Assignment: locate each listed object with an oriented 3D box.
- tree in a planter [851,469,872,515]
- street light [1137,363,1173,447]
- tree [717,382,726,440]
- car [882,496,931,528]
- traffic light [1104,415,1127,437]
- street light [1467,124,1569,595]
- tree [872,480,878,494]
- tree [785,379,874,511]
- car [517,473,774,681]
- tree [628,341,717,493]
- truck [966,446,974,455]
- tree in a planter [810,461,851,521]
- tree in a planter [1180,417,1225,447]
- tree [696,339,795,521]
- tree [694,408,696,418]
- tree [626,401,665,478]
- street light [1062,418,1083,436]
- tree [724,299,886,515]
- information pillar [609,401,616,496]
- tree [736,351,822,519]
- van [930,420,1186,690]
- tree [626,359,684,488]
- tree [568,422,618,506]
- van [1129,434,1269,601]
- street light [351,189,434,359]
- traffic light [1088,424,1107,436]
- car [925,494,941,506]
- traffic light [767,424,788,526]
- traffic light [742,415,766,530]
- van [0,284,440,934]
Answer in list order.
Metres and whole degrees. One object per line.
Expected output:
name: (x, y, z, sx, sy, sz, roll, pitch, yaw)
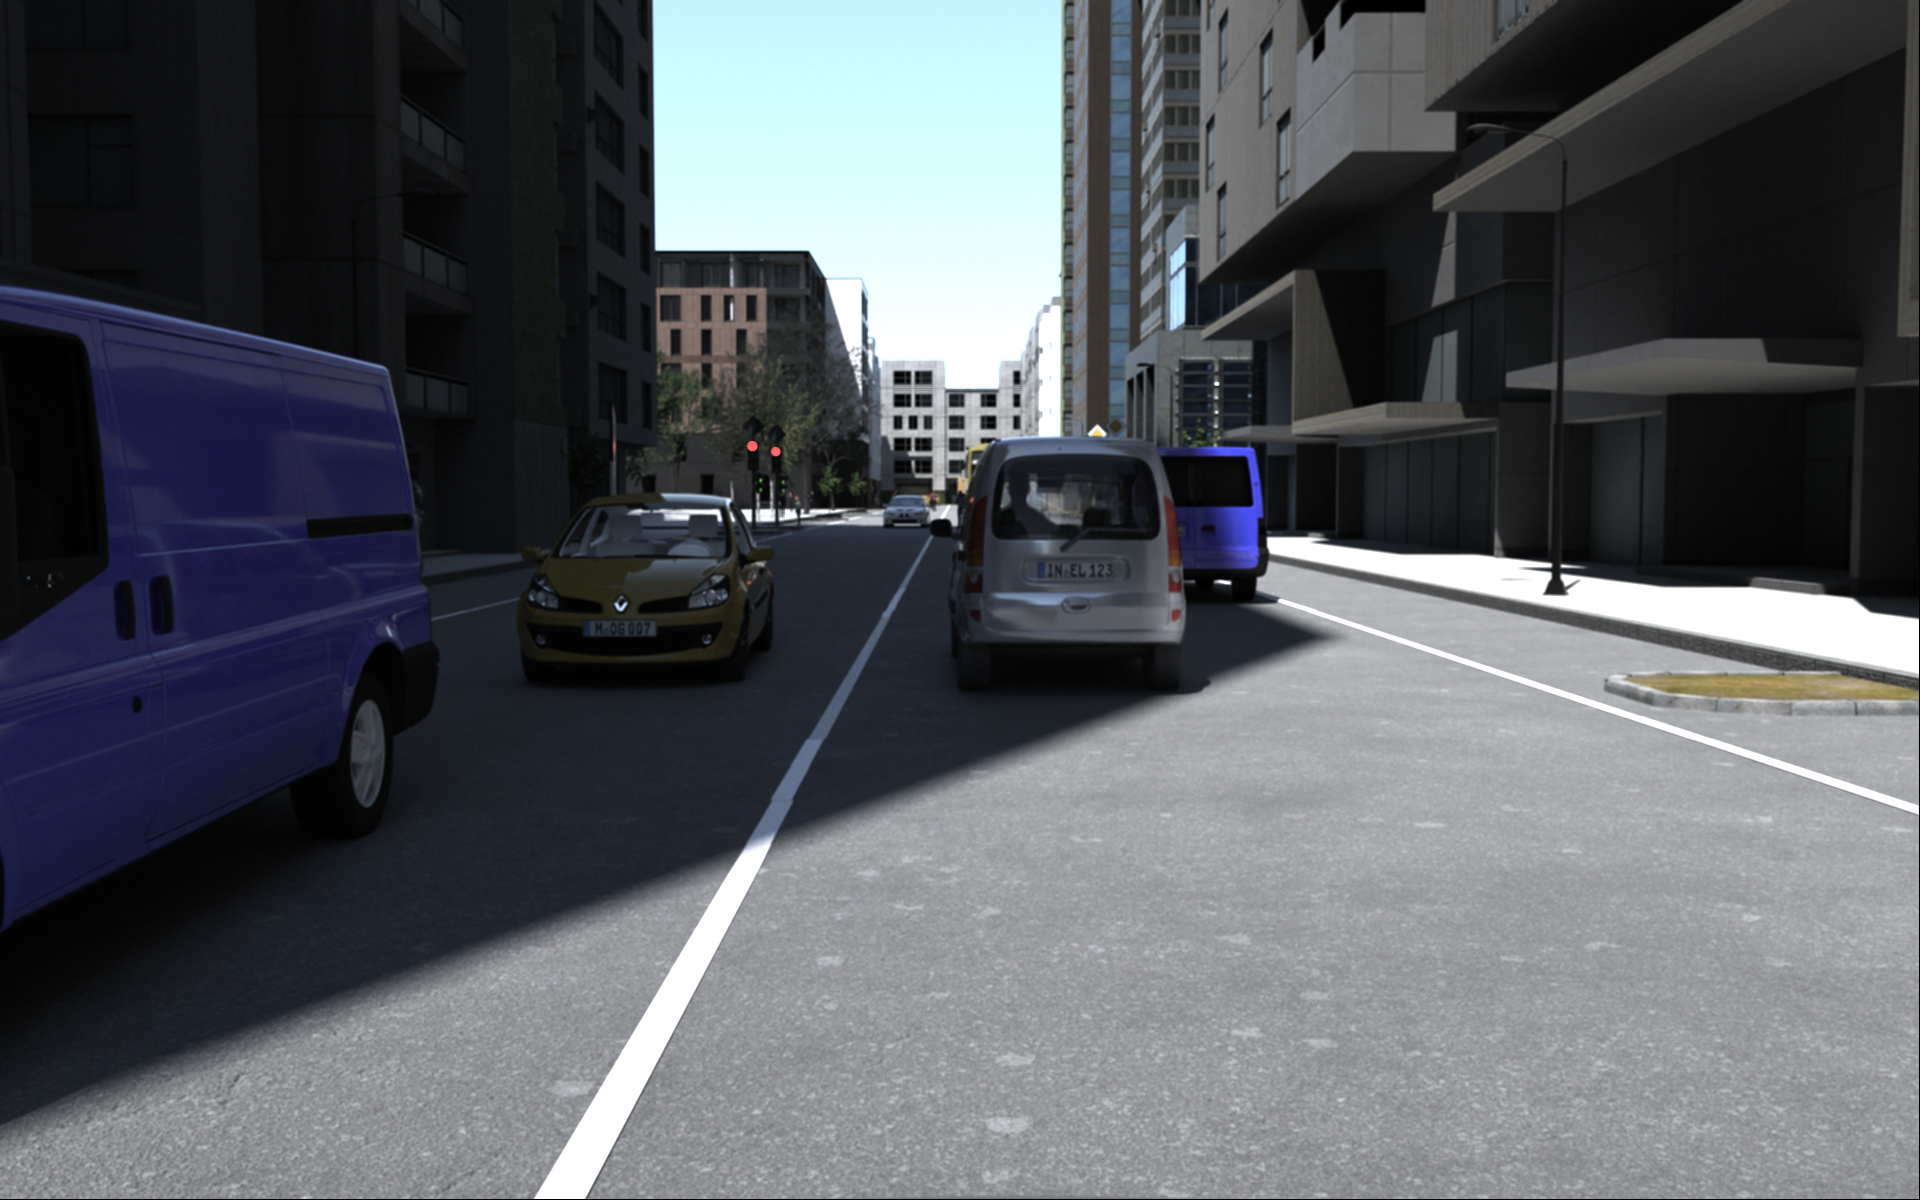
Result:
tree in a planter: (-7.209, -7.605, 121.556, 1.991, 3.239, 1.994, 0, 4, 0)
street light: (6.963, -5.444, 61.555, 1.470, 5.913, 1.316, 0, 4, 0)
tree: (-22.599, -12.941, 137.343, 9.928, 11.665, 9.643, 0, 3, 0)
car: (-2.283, -3.828, 74.943, 2.083, 1.381, 4.827, 0, 4, 1)
traffic light: (5.519, -4.457, 61.793, 0.839, 4.253, 0.868, 0, 4, 0)
street light: (7.059, -3.020, 21.916, 1.470, 5.913, 1.316, 0, 4, 0)
tree: (-10.176, -12.805, 203.968, 1.663, 3.219, 1.824, 0, 3, 0)
tree: (-10.071, -12.183, 133.601, 7.601, 10.594, 8.767, 2, 4, 26)
car: (-2.527, -0.261, 14.487, 2.015, 1.641, 3.980, 0, 4, -2)
tree: (-20.332, -10.723, 101.078, 9.928, 11.665, 9.643, 0, 3, 0)
truck: (1.743, -7.160, 105.980, 2.839, 4.237, 11.283, 0, 4, 2)
tree in a planter: (-7.136, -5.957, 94.613, 1.991, 3.239, 1.994, 0, 4, 0)
tree in a planter: (5.607, -2.634, 40.288, 1.991, 3.239, 1.994, 0, 4, 0)
tree: (-9.580, -8.018, 81.463, 4.360, 8.622, 3.978, 0, 3, 0)
tree: (-12.777, -8.965, 96.934, 4.360, 8.622, 3.978, 0, 3, 0)
tree: (-24.010, -11.975, 112.800, 9.611, 12.733, 9.660, 0, 3, 0)
street light: (6.887, -8.115, 105.222, 1.470, 5.913, 1.316, 0, 4, 0)
tree: (-9.709, -12.114, 108.426, 12.009, 13.543, 11.850, 0, 3, 0)
information pillar: (-8.796, -3.214, 43.907, 0.183, 3.616, 0.504, 0, 4, -3)
tree: (-9.544, -8.514, 89.566, 4.737, 8.622, 4.395, 0, 3, 0)
van: (0.763, -0.428, 14.018, 2.013, 2.044, 4.112, 0, 4, -1)
tree: (-14.538, -7.663, 75.657, 4.737, 8.622, 4.395, 0, 3, 0)
tree: (-9.919, -3.159, 46.252, 1.663, 3.219, 1.824, 0, 3, 0)
van: (2.989, -1.251, 24.836, 2.240, 2.365, 5.245, 0, 4, -1)
street light: (-8.716, -3.305, 26.572, 1.470, 5.913, 1.316, 0, 4, 0)
traffic light: (5.500, -4.945, 69.778, 0.839, 4.253, 0.868, 0, 4, 0)
car: (-3.384, -12.694, 217.767, 2.015, 1.641, 3.980, 0, 4, -1)
traffic light: (-7.361, -4.943, 69.731, 0.839, 4.253, 0.868, 0, 4, 0)
traffic light: (-7.342, -4.454, 61.746, 0.839, 4.253, 0.868, 0, 4, 0)
van: (-3.351, -0.073, 5.585, 2.240, 2.365, 5.245, 0, 4, -2)
